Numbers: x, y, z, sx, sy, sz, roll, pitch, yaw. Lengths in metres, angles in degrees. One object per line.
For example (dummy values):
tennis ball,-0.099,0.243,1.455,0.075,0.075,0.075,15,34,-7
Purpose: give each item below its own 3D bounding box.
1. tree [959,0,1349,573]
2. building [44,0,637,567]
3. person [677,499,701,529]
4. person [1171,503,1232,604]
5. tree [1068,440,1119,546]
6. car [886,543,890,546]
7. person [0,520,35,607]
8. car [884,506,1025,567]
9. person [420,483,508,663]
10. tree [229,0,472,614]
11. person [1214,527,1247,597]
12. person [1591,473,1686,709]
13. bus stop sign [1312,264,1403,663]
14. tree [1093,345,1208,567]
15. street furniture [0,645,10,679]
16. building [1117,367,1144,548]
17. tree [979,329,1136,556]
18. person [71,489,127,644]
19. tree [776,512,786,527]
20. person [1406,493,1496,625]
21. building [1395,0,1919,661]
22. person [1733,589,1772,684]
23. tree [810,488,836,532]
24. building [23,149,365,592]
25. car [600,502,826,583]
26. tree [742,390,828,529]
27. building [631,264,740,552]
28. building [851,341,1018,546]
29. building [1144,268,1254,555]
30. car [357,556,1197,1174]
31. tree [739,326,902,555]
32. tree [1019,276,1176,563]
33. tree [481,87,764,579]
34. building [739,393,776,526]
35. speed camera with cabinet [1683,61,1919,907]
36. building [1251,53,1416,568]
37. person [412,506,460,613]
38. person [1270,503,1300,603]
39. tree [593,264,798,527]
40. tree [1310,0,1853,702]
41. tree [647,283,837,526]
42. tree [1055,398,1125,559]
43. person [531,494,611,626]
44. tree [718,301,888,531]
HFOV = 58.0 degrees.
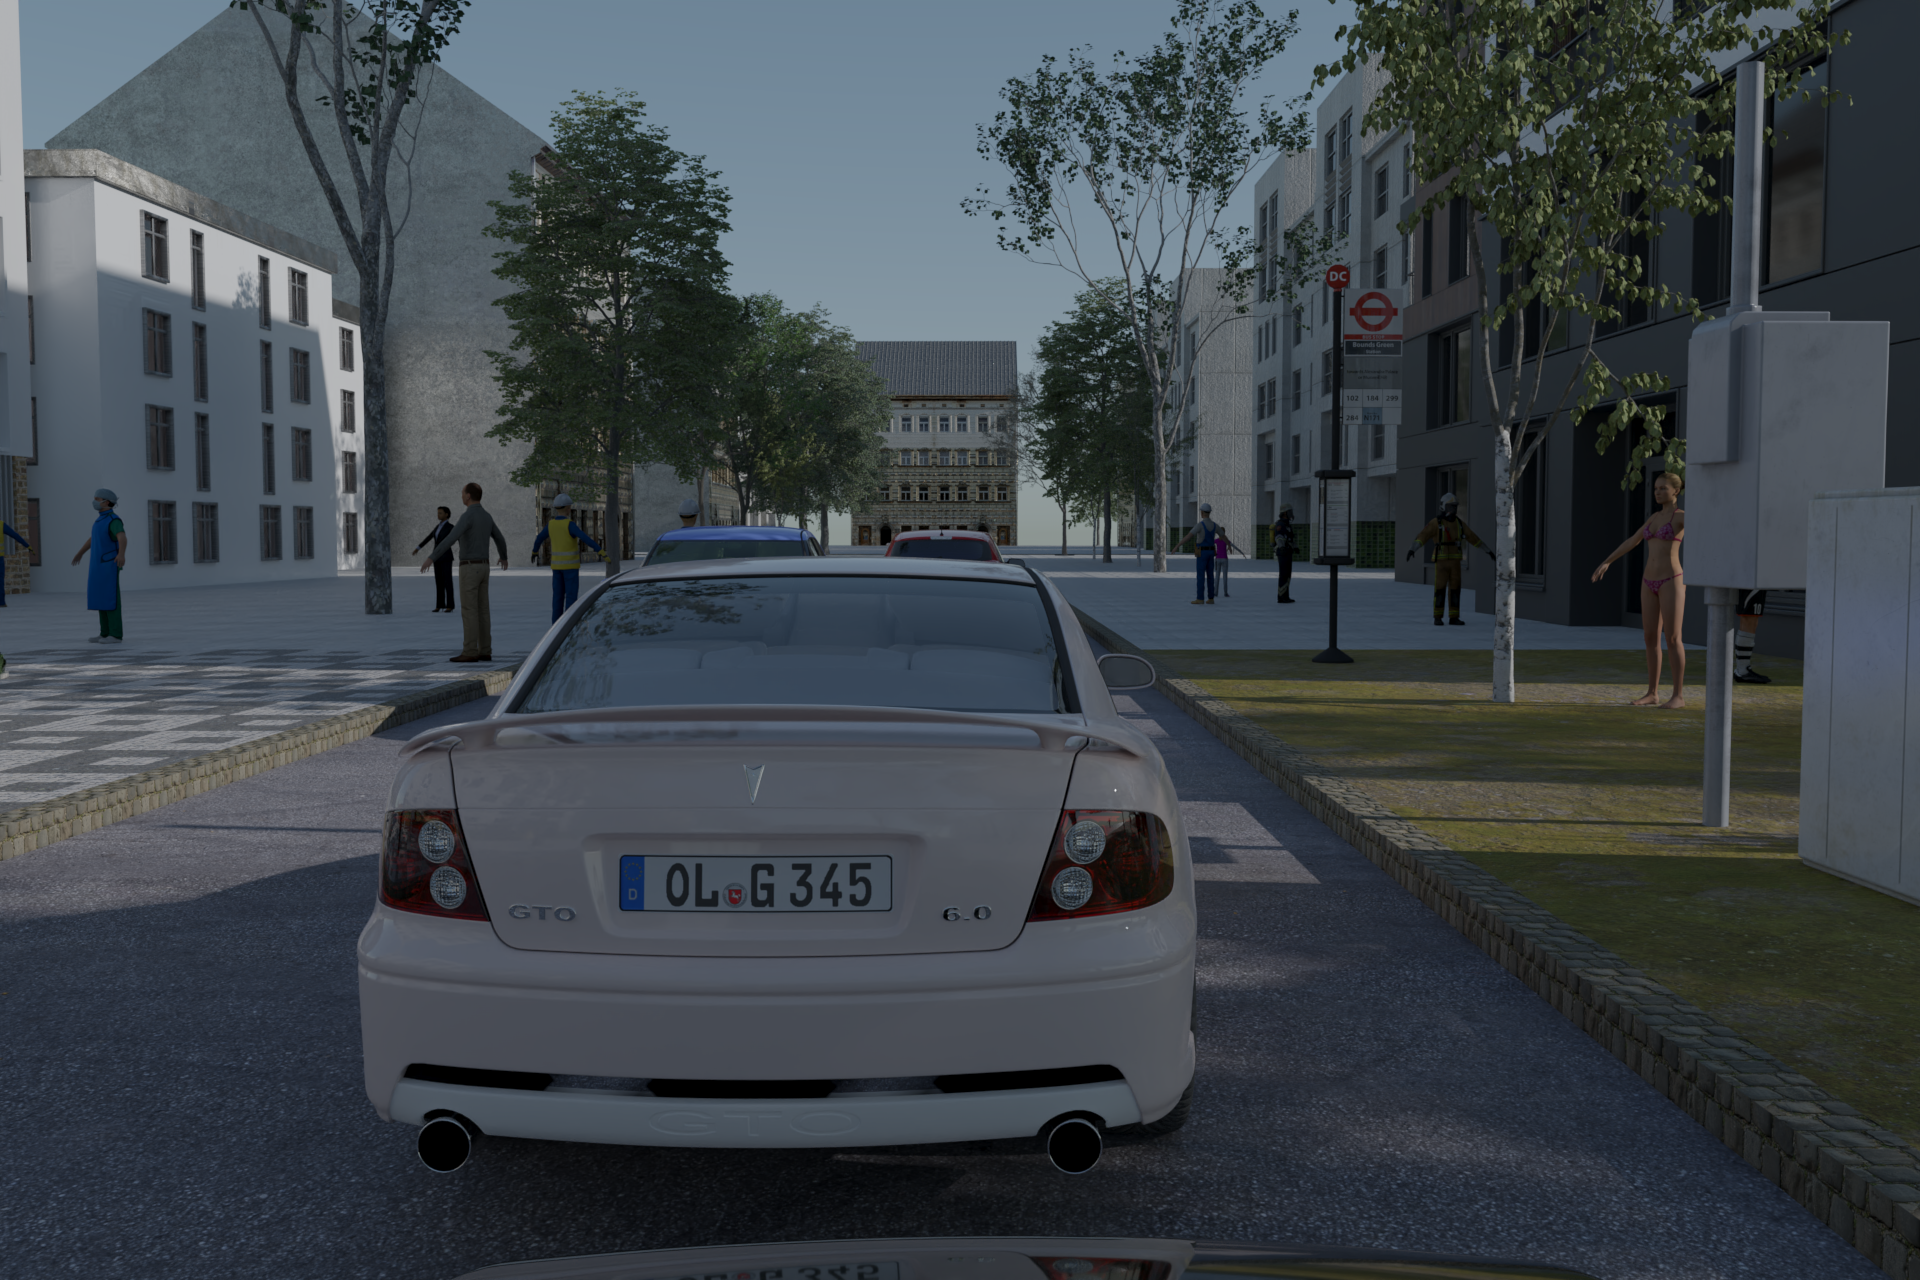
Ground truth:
tree,6.312,-12.221,55.702,12.611,20.169,13.585,0,3,0
building,-25.533,-14.999,76.162,19.493,23.208,18.063,0,4,1
person,-2.624,-0.493,16.975,1.216,1.772,0.721,0,4,7
person,4.477,-1.581,31.706,1.347,1.847,0.705,-2,4,-28
tree,15.632,-16.657,190.466,7.486,12.596,7.792,0,3,0
car,-2.362,-4.178,80.679,2.083,1.381,4.827,0,4,0
person,-16.925,-1.486,30.269,1.349,1.833,0.705,-2,4,-29
car,-0.211,-0.829,22.602,2.155,1.783,4.494,0,4,1
person,-4.905,-0.681,17.402,0.705,1.796,1.348,1,4,20
tree,-10.713,-10.445,26.658,12.611,20.169,13.585,0,3,0
person,5.359,-1.600,35.419,0.991,1.433,0.599,1,4,18
person,5.165,-0.369,12.843,0.721,1.733,1.217,-1,4,-23
bus stop sign,3.957,-1.746,17.243,0.855,3.939,0.416,0,3,0
tree,6.880,-7.207,68.197,4.360,8.622,3.978,0,3,0
street furniture,-13.632,0.092,14.119,10.072,0.657,5.734,1,4,13
building,25.475,-20.650,168.548,19.493,23.208,18.063,0,3,0
tree,6.137,-11.740,102.325,12.009,13.543,11.850,0,3,0
person,-10.076,-0.872,20.386,1.347,1.817,0.704,3,5,42
tree,-20.141,-14.948,194.756,4.737,8.622,4.395,0,3,0
person,6.865,-1.135,24.319,1.354,1.858,0.705,-1,4,-12
building,22.342,-11.379,30.016,27.936,21.610,32.646,0,4,0
person,6.858,-0.540,14.971,0.704,1.843,1.345,1,4,21
tree,-15.050,-14.749,191.501,4.360,8.622,3.978,0,3,0
building,-23.162,-6.720,52.023,9.099,9.664,28.070,0,4,1
car,-1.726,-0.229,13.329,1.945,1.707,3.694,0,4,0
tree,-8.647,-8.151,83.632,4.737,8.622,4.395,0,3,0
building,-27.148,-18.394,131.677,19.493,23.208,18.063,0,4,-1
building,-2.679,-22.172,195.904,18.063,23.208,19.493,0,4,1
building,23.252,-15.740,123.804,16.747,18.905,31.486,0,3,0
car,-0.364,0.418,5.527,2.083,1.381,4.827,0,4,0
tree,-8.392,-12.159,105.453,9.857,13.997,8.962,0,3,0
tree,6.222,-9.706,76.821,7.486,12.596,7.792,0,3,0
tree,-8.684,-7.746,44.772,7.486,12.596,7.792,0,3,0
building,-26.950,-17.924,159.508,16.747,18.905,31.486,0,4,0
speed camera with cabinet,3.533,-0.756,6.703,0.660,3.252,2.038,0,4,-2
building,23.183,-12.596,72.396,16.747,18.905,31.486,0,4,0
person,-8.495,-1.319,28.284,1.216,1.740,0.721,2,4,32
person,6.067,-1.614,32.167,0.705,1.856,1.354,1,4,22
tree,-9.193,-7.666,59.751,7.601,10.594,8.767,-2,4,-32
tree,4.239,-3.818,12.794,4.737,8.622,4.395,0,3,0
tree,-8.819,-8.856,70.558,9.928,11.665,9.643,0,3,0
tree,6.802,-8.448,88.486,4.737,8.622,4.395,0,3,0
person,-4.792,-0.903,21.230,1.216,1.772,0.721,2,4,27
tree,-8.591,-11.433,93.591,9.857,13.997,8.962,0,3,0
